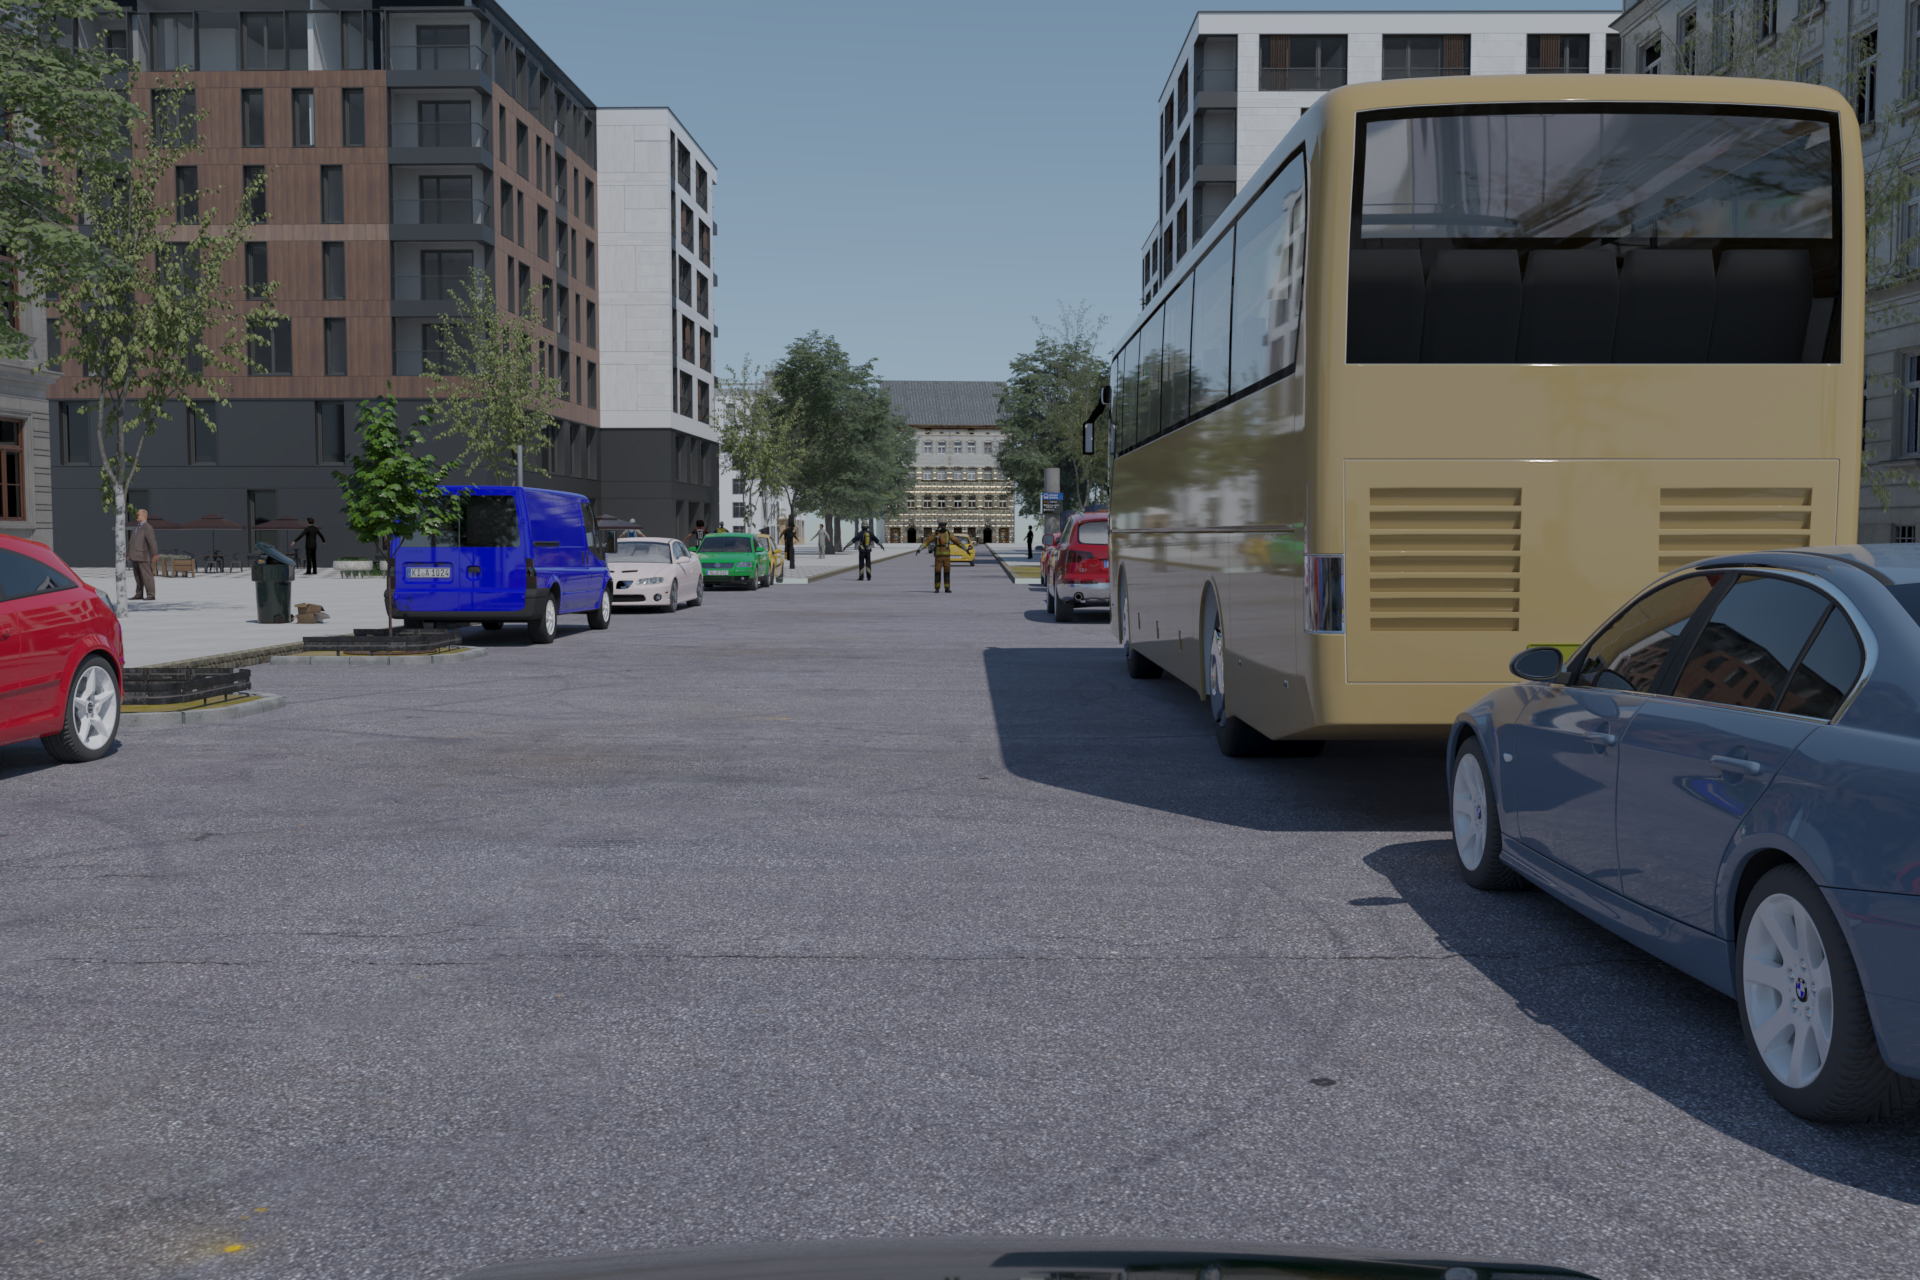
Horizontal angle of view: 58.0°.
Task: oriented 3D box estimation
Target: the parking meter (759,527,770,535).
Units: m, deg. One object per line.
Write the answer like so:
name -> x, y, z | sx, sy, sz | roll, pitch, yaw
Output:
parking meter -> -6.606, -3.061, 58.452 | 0.372, 1.533, 0.369 | 0, 3, 0

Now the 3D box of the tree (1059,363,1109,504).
tree -> 6.360, -7.663, 75.657 | 4.737, 8.622, 4.395 | 0, 3, 0

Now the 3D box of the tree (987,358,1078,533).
tree -> 6.975, -12.858, 120.591 | 12.009, 13.543, 11.850 | 0, 3, 0

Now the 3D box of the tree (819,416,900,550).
tree -> -8.450, -13.477, 138.482 | 7.486, 12.596, 7.792 | 0, 3, 0

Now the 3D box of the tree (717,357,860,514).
tree -> -9.156, -9.656, 92.286 | 8.767, 10.594, 7.601 | 1, 4, 10

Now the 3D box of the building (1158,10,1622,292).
building -> 23.300, -14.698, 84.286 | 27.936, 21.610, 32.646 | 0, 4, 0

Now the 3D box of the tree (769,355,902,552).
tree -> -8.496, -13.102, 120.876 | 9.857, 13.997, 8.962 | 0, 3, 0

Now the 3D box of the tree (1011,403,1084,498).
tree -> 7.067, -12.583, 131.488 | 9.928, 11.665, 9.643 | 0, 3, 0

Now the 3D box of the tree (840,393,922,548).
tree -> -8.172, -15.289, 156.625 | 9.857, 13.997, 8.962 | 0, 3, 0

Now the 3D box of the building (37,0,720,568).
building -> -27.912, -14.521, 81.391 | 27.936, 21.610, 32.646 | 0, 4, 2

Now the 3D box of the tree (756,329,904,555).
tree -> -8.096, -12.263, 107.162 | 9.857, 13.997, 8.962 | 0, 3, 0

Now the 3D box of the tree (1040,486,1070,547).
tree -> 7.142, -12.369, 152.601 | 4.360, 8.622, 3.978 | 0, 3, 0

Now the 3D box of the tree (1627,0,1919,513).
tree -> 9.508, -4.289, 20.489 | 4.360, 8.622, 3.978 | 0, 3, 0

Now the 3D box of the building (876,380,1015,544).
building -> -2.384, -25.277, 246.662 | 18.063, 23.208, 19.493 | 0, 4, -6

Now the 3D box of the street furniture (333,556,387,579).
street furniture -> -13.739, -2.230, 52.091 | 10.072, 0.657, 5.734 | 0, 4, -2

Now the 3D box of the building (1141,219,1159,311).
building -> 26.942, -17.284, 126.566 | 27.936, 21.610, 32.646 | 0, 4, 1

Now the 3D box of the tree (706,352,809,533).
tree -> -8.469, -7.398, 71.320 | 4.737, 8.622, 4.395 | 0, 3, 0

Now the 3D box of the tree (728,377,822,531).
tree -> -9.321, -8.023, 81.537 | 4.360, 8.622, 3.978 | 0, 3, 0

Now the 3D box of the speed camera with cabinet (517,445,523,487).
speed camera with cabinet -> -10.013, -2.757, 39.421 | 0.660, 3.252, 2.038 | 0, 4, 0

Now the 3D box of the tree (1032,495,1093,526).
tree -> 14.137, -20.707, 245.206 | 9.857, 13.997, 8.962 | 0, 3, 0

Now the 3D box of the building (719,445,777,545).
building -> -23.172, -14.371, 177.112 | 9.099, 9.664, 28.070 | 0, 3, 0

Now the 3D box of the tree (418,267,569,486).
tree -> -12.602, -5.943, 47.534 | 4.737, 8.622, 4.395 | 0, 3, 0

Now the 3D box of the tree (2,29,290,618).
tree -> -12.683, -4.655, 26.464 | 4.737, 8.622, 4.395 | 0, 3, 0

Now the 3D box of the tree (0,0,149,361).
tree -> -12.333, -6.069, 17.363 | 7.486, 12.596, 7.792 | 0, 3, 0

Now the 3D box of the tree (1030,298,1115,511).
tree -> 3.846, -6.366, 54.452 | 4.360, 8.622, 3.978 | 0, 3, 0

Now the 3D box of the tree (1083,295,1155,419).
tree -> 8.627, -7.817, 62.223 | 8.767, 10.594, 7.601 | 0, 4, 3

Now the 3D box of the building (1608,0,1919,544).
building -> 28.118, -12.802, 41.334 | 16.112, 23.069, 30.059 | 0, 4, 1

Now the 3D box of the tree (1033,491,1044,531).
tree -> 7.320, -11.592, 139.898 | 4.737, 8.622, 4.395 | 0, 3, 0

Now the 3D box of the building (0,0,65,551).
building -> -28.096, -12.063, 33.392 | 11.583, 22.565, 21.152 | 0, 4, 1

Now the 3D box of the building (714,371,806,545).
building -> -24.396, -21.142, 202.084 | 16.016, 20.090, 11.380 | 0, 4, 2

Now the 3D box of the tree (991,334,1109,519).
tree -> 6.548, -12.385, 109.149 | 9.857, 13.997, 8.962 | 0, 3, 0
